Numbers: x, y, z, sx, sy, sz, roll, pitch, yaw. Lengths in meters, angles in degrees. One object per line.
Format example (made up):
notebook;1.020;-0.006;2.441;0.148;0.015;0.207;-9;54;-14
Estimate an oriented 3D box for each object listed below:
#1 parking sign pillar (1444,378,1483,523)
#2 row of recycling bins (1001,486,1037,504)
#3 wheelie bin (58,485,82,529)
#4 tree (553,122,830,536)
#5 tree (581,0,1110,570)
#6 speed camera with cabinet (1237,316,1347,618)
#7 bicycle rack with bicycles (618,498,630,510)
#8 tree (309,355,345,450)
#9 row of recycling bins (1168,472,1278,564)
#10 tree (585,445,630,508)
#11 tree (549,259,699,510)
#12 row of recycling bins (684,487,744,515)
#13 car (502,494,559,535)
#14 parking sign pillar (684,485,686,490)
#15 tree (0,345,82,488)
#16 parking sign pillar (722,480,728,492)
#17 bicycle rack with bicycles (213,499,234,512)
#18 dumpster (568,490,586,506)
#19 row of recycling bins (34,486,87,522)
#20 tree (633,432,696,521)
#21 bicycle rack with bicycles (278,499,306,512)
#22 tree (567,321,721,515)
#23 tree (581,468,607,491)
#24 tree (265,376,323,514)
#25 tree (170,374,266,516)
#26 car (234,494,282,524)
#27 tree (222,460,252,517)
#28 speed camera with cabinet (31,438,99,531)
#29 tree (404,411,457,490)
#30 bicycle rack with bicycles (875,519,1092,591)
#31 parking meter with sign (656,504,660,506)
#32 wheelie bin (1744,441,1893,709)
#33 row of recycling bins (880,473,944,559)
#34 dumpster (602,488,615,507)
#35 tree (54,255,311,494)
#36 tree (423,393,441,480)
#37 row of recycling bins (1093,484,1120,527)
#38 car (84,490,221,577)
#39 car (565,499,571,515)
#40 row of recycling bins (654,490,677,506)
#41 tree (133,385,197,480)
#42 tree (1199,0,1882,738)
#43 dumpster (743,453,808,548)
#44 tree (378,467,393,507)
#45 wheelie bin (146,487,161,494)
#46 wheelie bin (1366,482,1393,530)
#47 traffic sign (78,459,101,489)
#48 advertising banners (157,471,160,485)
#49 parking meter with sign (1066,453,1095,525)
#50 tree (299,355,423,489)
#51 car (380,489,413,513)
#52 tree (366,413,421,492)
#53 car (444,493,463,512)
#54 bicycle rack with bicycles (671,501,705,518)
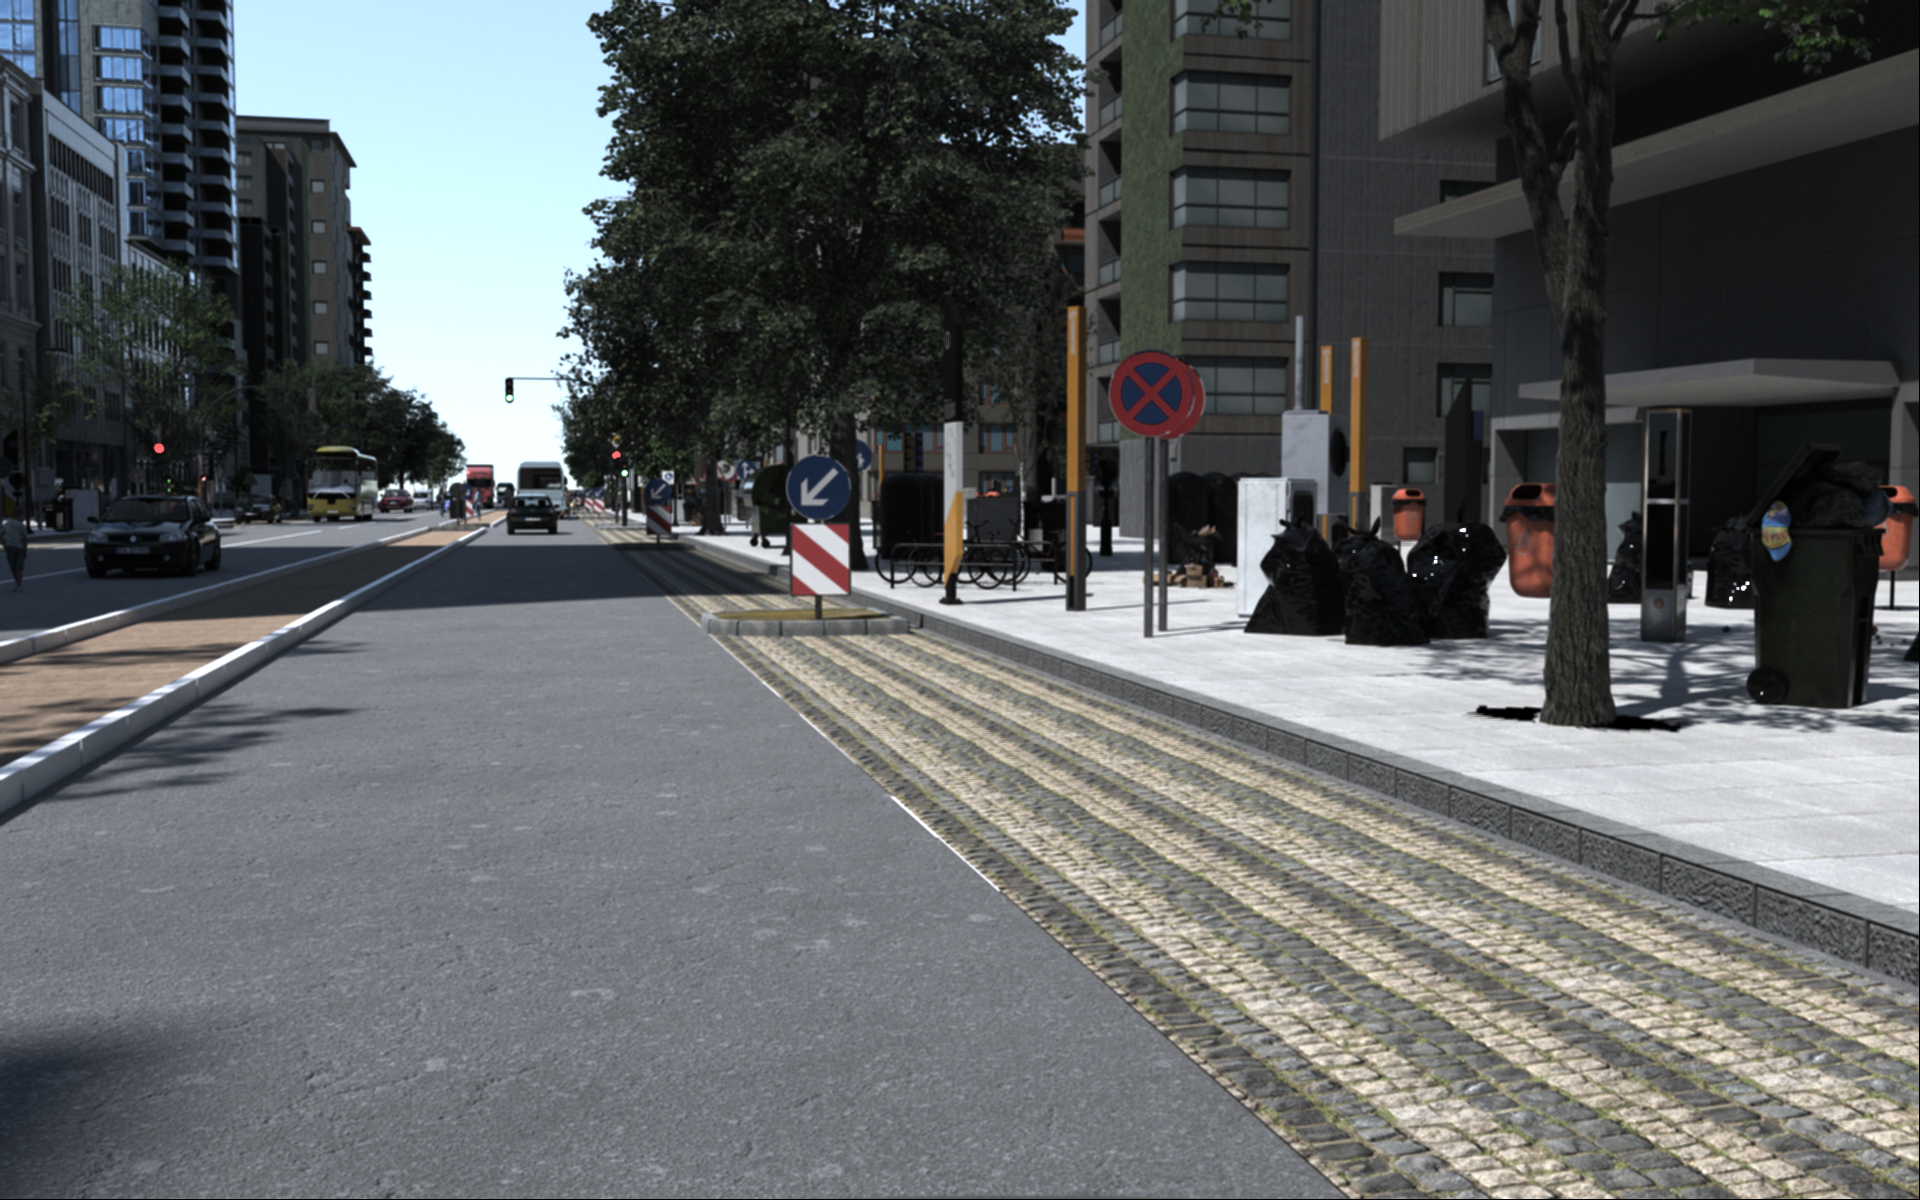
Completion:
parking sign pillar;11.887;-3.208;40.928;1.447;3.967;1.447;0;4;-5
row of recycling bins;2.925;-4.857;86.532;1.069;1.692;3.534;-1;4;-19
wheelie bin;-32.526;-3.404;63.558;0.980;1.594;0.693;-3;4;-37
tree;-7.787;-8.342;53.399;9.611;12.733;9.660;0;3;0
tree;-1.918;-7.488;29.082;9.857;13.997;8.962;0;3;0
speed camera with cabinet;3.605;-1.486;18.626;0.660;3.252;2.038;2;4;29
bicycle rack with bicycles;-27.311;-7.865;141.980;2.852;0.926;2.925;-2;4;-26
tree;-48.501;-12.447;129.260;9.928;11.665;9.643;0;3;0
row of recycling bins;5.063;-1.578;32.913;1.069;1.692;3.534;3;5;41
tree;-30.342;-12.513;154.949;4.360;8.622;3.978;0;3;0
tree;-26.129;-17.241;137.772;12.611;20.169;13.585;0;3;0
row of recycling bins;-15.358;-6.105;106.935;3.534;1.692;1.069;0;4;7
car;-15.442;-3.218;62.403;2.009;1.686;4.222;-1;4;-15
parking sign pillar;-20.465;-8.505;127.533;1.447;3.967;1.447;0;4;-1
tree;-45.056;-8.216;84.687;4.737;8.622;4.395;0;3;0
parking sign pillar;-20.165;-9.821;149.046;1.447;3.967;1.447;-1;4;-18
bicycle rack with bicycles;-59.154;-7.630;138.140;2.852;0.926;2.925;1;4;15
dumpster;-38.863;-10.254;175.864;1.865;1.857;1.264;-1;4;-11
row of recycling bins;-41.709;-4.479;80.340;1.069;1.692;3.534;0;4;4
tree;-14.131;-6.064;82.867;4.285;4.588;4.351;0;3;0
bicycle rack with bicycles;-48.256;-6.748;123.714;2.852;0.926;2.925;-2;4;-35
tree;-16.028;-9.635;91.941;8.767;10.594;7.601;1;4;11
tree;-45.047;-14.082;213.956;4.285;4.588;4.351;0;3;0
tree;-42.385;-9.681;108.653;4.360;8.622;3.978;0;3;0
tree;-43.660;-9.269;101.906;4.360;8.622;3.978;0;3;0
car;-34.286;-4.577;84.617;2.009;1.686;4.222;-1;4;-13
tree;-40.433;-6.301;97.617;1.663;3.219;1.824;0;3;0
speed camera with cabinet;-31.700;-4.098;61.344;2.038;3.252;0.660;-3;4;-36
tree;-72.900;-19.523;237.325;7.486;12.596;7.792;0;3;0
bicycle rack with bicycles;0.119;-0.660;24.168;2.925;0.926;2.852;1;4;22
parking meter with sign;-17.548;-6.440;101.553;0.543;3.016;1.738;0;4;3
wheelie bin;5.265;-0.166;10.615;0.693;1.594;0.980;3;5;42
row of recycling bins;-0.891;-1.750;35.724;1.069;1.692;3.534;1;4;10
dumpster;-29.502;-8.580;146.044;1.264;1.857;1.865;-1;4;-13
tree;-35.335;-9.225;76.581;9.928;11.665;9.643;0;3;0
tree;-65.482;-18.089;202.408;9.857;13.997;8.962;0;3;0
row of recycling bins;6.414;-3.785;68.996;1.069;1.692;3.534;3;4;38
car;-14.486;-1.309;31.185;2.009;1.686;4.222;-1;4;-15
car;-28.341;-6.712;121.543;2.131;1.459;4.920;-1;4;-15
row of recycling bins;-24.274;-8.518;146.382;3.534;1.692;1.069;-1;4;-17
tree;-52.896;-10.094;115.405;4.737;8.622;4.395;0;3;0
tree;3.291;-5.115;9.392;9.928;11.665;9.643;0;3;0
dumpster;-4.359;-2.391;41.589;1.502;2.255;1.985;-1;4;-13
tree;-59.233;-11.728;175.464;4.285;4.588;4.351;0;3;0
wheelie bin;-34.717;-4.086;74.711;0.980;1.594;0.693;-1;4;-17
wheelie bin;11.092;-2.291;45.369;0.693;1.594;0.980;-2;4;-31
traffic sign;-31.298;-3.802;62.264;0.768;2.556;0.104;-1;4;-11
advertising banners;-55.353;-7.672;121.626;2.074;3.025;0.090;-1;4;-15
parking meter with sign;5.316;-4.681;72.788;1.738;3.016;0.543;0;4;1
tree;-55.015;-15.377;158.072;9.857;13.997;8.962;0;3;0
car;-43.254;-7.602;132.961;2.281;1.827;5.304;-1;4;-12
tree;-61.990;-15.483;187.562;8.767;10.594;7.601;1;4;19
car;-40.273;-7.841;137.784;1.945;1.707;3.694;-1;4;-15
bicycle rack with bicycles;-13.945;-4.703;90.275;2.925;0.926;2.852;-2;4;-26
